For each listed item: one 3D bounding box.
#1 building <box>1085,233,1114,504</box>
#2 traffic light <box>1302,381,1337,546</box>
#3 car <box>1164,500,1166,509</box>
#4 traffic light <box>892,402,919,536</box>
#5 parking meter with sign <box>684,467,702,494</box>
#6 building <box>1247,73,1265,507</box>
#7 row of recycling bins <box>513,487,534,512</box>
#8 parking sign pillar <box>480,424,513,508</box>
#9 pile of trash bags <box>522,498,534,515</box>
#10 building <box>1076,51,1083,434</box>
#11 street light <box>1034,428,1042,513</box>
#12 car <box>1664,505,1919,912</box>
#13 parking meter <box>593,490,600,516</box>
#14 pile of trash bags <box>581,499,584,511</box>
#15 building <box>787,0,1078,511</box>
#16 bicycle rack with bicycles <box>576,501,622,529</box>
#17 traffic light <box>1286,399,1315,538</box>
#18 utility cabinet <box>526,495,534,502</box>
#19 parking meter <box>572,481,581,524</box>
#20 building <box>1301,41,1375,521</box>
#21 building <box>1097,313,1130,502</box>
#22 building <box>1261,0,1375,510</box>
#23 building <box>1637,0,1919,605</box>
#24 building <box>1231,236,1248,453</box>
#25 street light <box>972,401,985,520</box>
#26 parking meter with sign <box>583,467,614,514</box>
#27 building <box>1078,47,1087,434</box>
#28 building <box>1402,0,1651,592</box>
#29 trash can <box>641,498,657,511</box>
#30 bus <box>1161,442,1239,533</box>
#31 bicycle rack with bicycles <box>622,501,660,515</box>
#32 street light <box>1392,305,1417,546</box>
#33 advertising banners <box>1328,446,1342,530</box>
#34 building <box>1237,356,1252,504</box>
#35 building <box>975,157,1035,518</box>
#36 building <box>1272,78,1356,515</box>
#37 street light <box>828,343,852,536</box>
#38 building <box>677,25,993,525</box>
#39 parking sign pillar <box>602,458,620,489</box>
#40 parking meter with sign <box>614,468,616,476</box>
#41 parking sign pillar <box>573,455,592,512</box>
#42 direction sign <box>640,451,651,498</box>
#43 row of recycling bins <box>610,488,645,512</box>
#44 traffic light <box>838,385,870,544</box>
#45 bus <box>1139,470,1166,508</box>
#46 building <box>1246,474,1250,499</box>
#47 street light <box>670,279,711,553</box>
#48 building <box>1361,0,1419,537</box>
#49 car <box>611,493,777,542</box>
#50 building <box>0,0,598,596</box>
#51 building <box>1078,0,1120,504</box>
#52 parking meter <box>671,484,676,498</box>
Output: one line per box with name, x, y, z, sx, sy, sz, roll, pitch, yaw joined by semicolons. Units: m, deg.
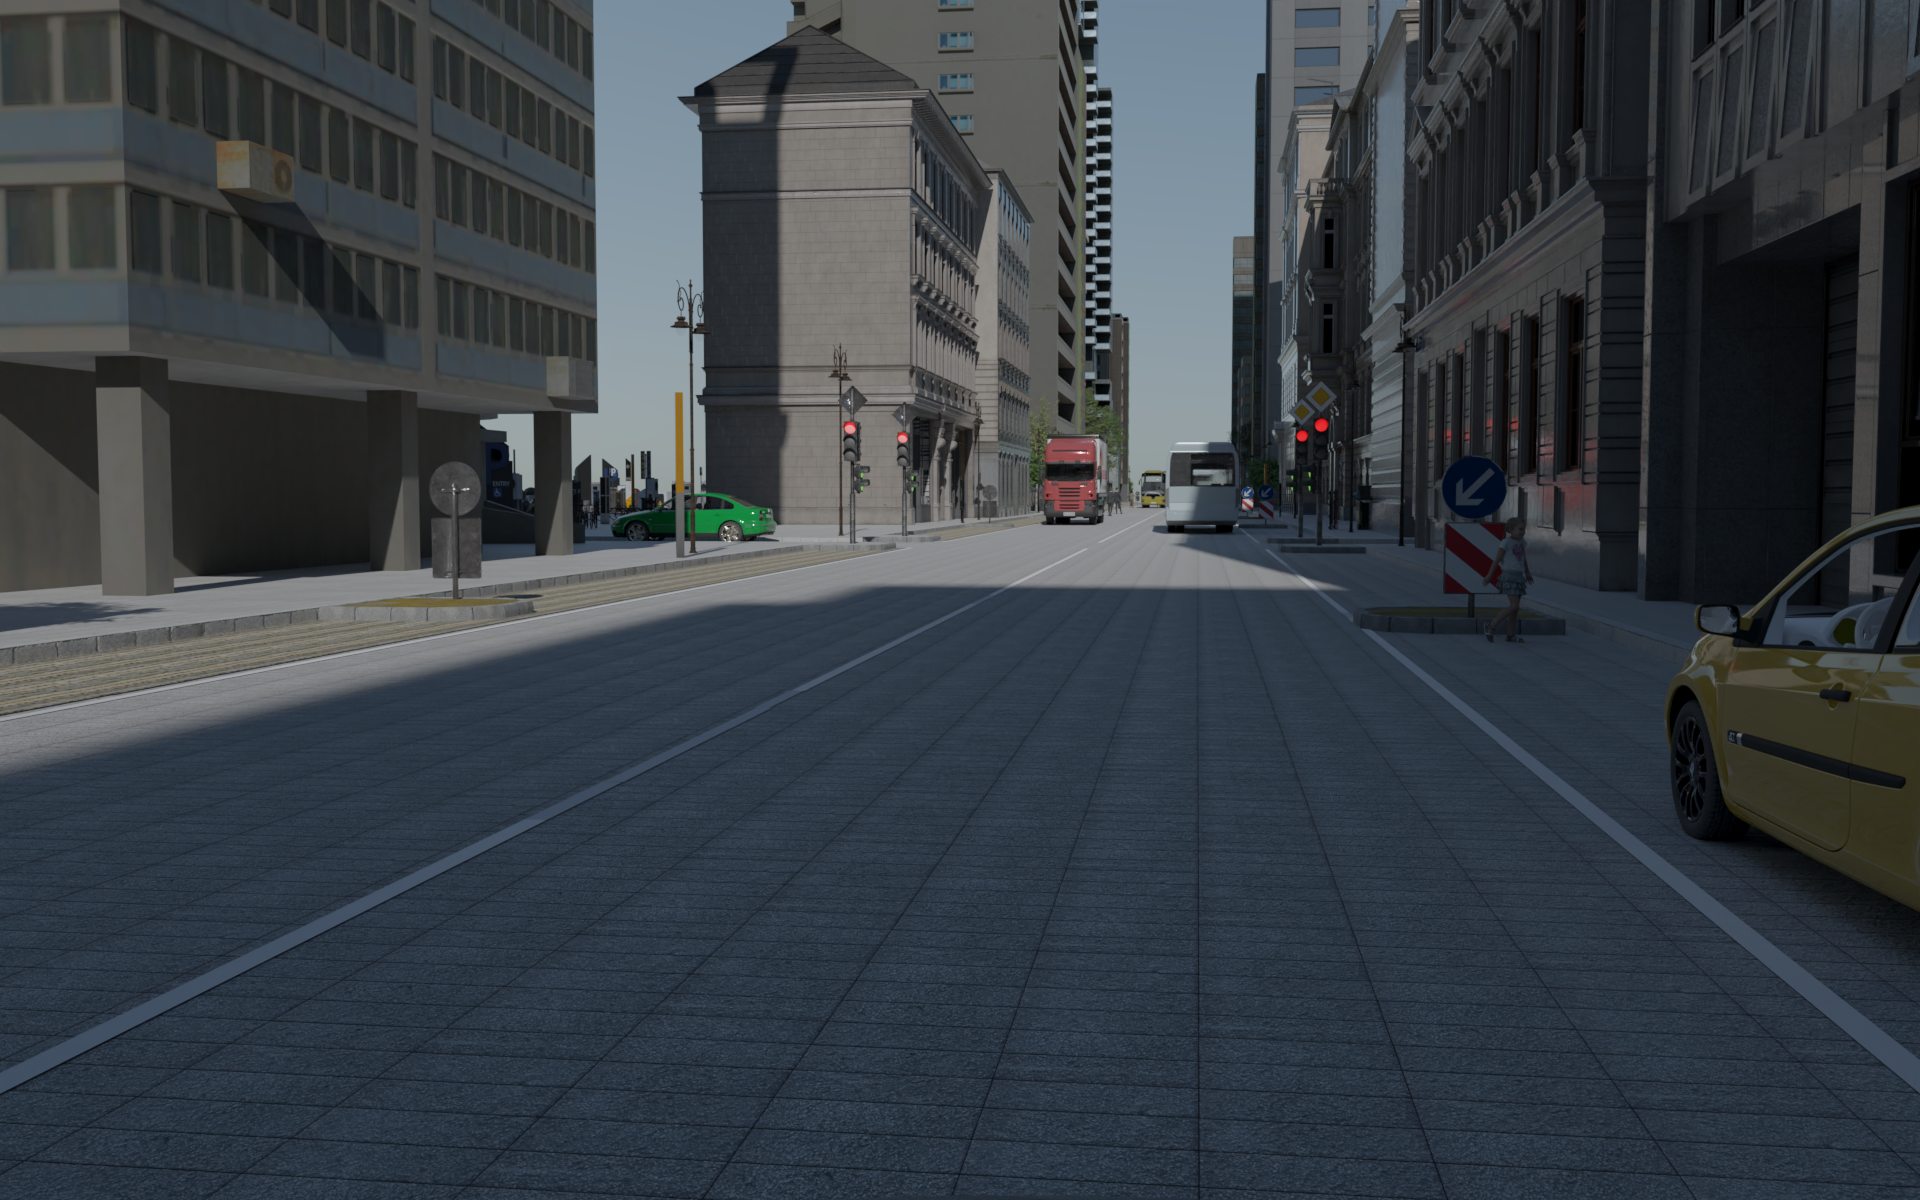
building;3.516;-32.547;224.029;32.217;40.220;23.993;0;4;8
traffic light;8.945;-3.314;43.106;0.839;4.253;0.868;0;4;8
car;14.739;-6.408;116.770;2.014;1.417;4.499;0;4;7
traffic light;-1.673;-3.895;52.601;0.839;4.253;0.868;0;4;8
parking meter with sign;-17.444;-7.029;111.191;1.738;3.016;0.543;0;4;1
building;35.996;-29.810;170.982;14.154;41.232;14.086;0;4;8
row of recycling bins;-26.643;-5.843;102.640;3.534;1.692;1.069;-3;4;-39
parking sign pillar;-17.429;-4.672;64.853;1.447;3.967;1.447;-3;5;-42
pile of trash bags;-21.933;-4.722;86.955;1.912;1.369;3.447;1;4;18
building;3.513;-28.905;156.185;14.154;41.232;14.086;0;4;8
street light;5.434;-8.973;119.497;0.468;5.910;1.993;0;4;8
car;3.745;0.261;5.949;2.015;1.641;3.980;0;4;6
parking meter;-21.474;-5.742;102.286;0.372;1.533;0.369;0;3;0
pile of trash bags;-22.057;-5.339;97.047;1.912;1.369;3.447;-1;4;-17
building;-1.971;-31.501;138.736;21.300;48.544;21.600;0;4;8
bicycle rack with bicycles;-14.560;-3.157;65.000;2.852;0.926;2.925;0;4;4
traffic light;10.031;-3.798;51.017;0.839;4.253;0.868;0;4;8
utility cabinet;-22.540;-4.941;91.949;0.306;1.237;1.020;3;4;37
parking meter;-16.554;-4.223;74.752;0.255;1.863;0.399;1;4;19
building;24.556;-16.349;86.394;14.460;24.649;34.723;0;4;8
building;19.350;-30.656;272.930;14.160;30.474;14.107;0;4;8
building;36.824;-37.128;149.035;21.231;58.520;28.212;0;4;8
building;12.866;-11.726;9.741;12.078;24.808;19.932;0;4;8
building;50.174;-36.157;274.768;14.154;41.232;14.086;0;4;8
street light;0.934;-6.939;86.245;0.468;5.910;1.993;0;4;8
parking meter with sign;-23.652;-7.130;112.835;1.738;3.016;0.543;0;4;2
building;4.982;-31.804;170.108;14.600;45.320;14.200;0;4;8
building;14.639;-11.921;31.071;11.583;22.565;21.152;0;4;8
trash can;-12.779;-3.640;71.161;0.748;1.137;0.748;0;3;0
bus;9.332;-4.454;67.680;2.948;3.499;13.247;0;4;7
bicycle rack with bicycles;-16.280;-4.342;84.380;2.925;0.926;2.852;0;4;-8
street light;10.856;-4.259;42.422;0.468;5.910;1.993;0;4;8
advertising banners;13.669;-4.085;62.973;0.090;3.025;2.074;2;4;24
building;51.033;-23.510;229.428;27.650;21.520;28.899;0;4;8
building;-1.334;-15.451;101.782;9.793;20.994;18.267;0;4;8
building;27.980;-20.075;114.136;13.634;28.700;20.117;0;4;8
street light;-3.660;-4.913;53.119;0.468;5.910;1.993;0;4;8
building;-6.204;-13.575;72.861;10.553;20.767;40.483;0;4;8
parking sign pillar;-26.355;-8.706;130.820;1.447;3.967;1.447;-3;5;-43
parking meter with sign;-23.883;-7.339;116.247;1.738;3.016;0.543;2;4;33
parking sign pillar;-25.740;-7.927;118.081;1.447;3.967;1.447;2;4;35
direction sign;-16.455;-6.041;90.770;0.876;3.537;0.379;3;5;44
row of recycling bins;-23.318;-7.042;122.250;3.534;1.692;1.069;-3;5;-40
traffic light;-2.759;-3.411;44.690;0.839;4.253;0.868;0;4;8
bus;20.158;-11.496;179.503;2.896;3.916;12.252;0;4;8
building;41.972;-45.834;187.643;20.563;71.187;20.611;0;4;8
street light;-5.799;-3.954;37.444;0.468;5.910;1.993;0;4;8
building;22.827;-13.769;54.008;19.941;23.489;11.050;0;4;8
car;-7.647;-2.495;49.592;4.718;1.807;1.959;1;4;8
building;-20.055;-20.755;31.228;23.993;40.220;32.217;0;4;8
building;12.205;-57.276;249.129;22.319;86.520;31.000;0;4;8
parking meter;-16.250;-5.696;98.840;0.399;1.863;0.255;0;4;-3
